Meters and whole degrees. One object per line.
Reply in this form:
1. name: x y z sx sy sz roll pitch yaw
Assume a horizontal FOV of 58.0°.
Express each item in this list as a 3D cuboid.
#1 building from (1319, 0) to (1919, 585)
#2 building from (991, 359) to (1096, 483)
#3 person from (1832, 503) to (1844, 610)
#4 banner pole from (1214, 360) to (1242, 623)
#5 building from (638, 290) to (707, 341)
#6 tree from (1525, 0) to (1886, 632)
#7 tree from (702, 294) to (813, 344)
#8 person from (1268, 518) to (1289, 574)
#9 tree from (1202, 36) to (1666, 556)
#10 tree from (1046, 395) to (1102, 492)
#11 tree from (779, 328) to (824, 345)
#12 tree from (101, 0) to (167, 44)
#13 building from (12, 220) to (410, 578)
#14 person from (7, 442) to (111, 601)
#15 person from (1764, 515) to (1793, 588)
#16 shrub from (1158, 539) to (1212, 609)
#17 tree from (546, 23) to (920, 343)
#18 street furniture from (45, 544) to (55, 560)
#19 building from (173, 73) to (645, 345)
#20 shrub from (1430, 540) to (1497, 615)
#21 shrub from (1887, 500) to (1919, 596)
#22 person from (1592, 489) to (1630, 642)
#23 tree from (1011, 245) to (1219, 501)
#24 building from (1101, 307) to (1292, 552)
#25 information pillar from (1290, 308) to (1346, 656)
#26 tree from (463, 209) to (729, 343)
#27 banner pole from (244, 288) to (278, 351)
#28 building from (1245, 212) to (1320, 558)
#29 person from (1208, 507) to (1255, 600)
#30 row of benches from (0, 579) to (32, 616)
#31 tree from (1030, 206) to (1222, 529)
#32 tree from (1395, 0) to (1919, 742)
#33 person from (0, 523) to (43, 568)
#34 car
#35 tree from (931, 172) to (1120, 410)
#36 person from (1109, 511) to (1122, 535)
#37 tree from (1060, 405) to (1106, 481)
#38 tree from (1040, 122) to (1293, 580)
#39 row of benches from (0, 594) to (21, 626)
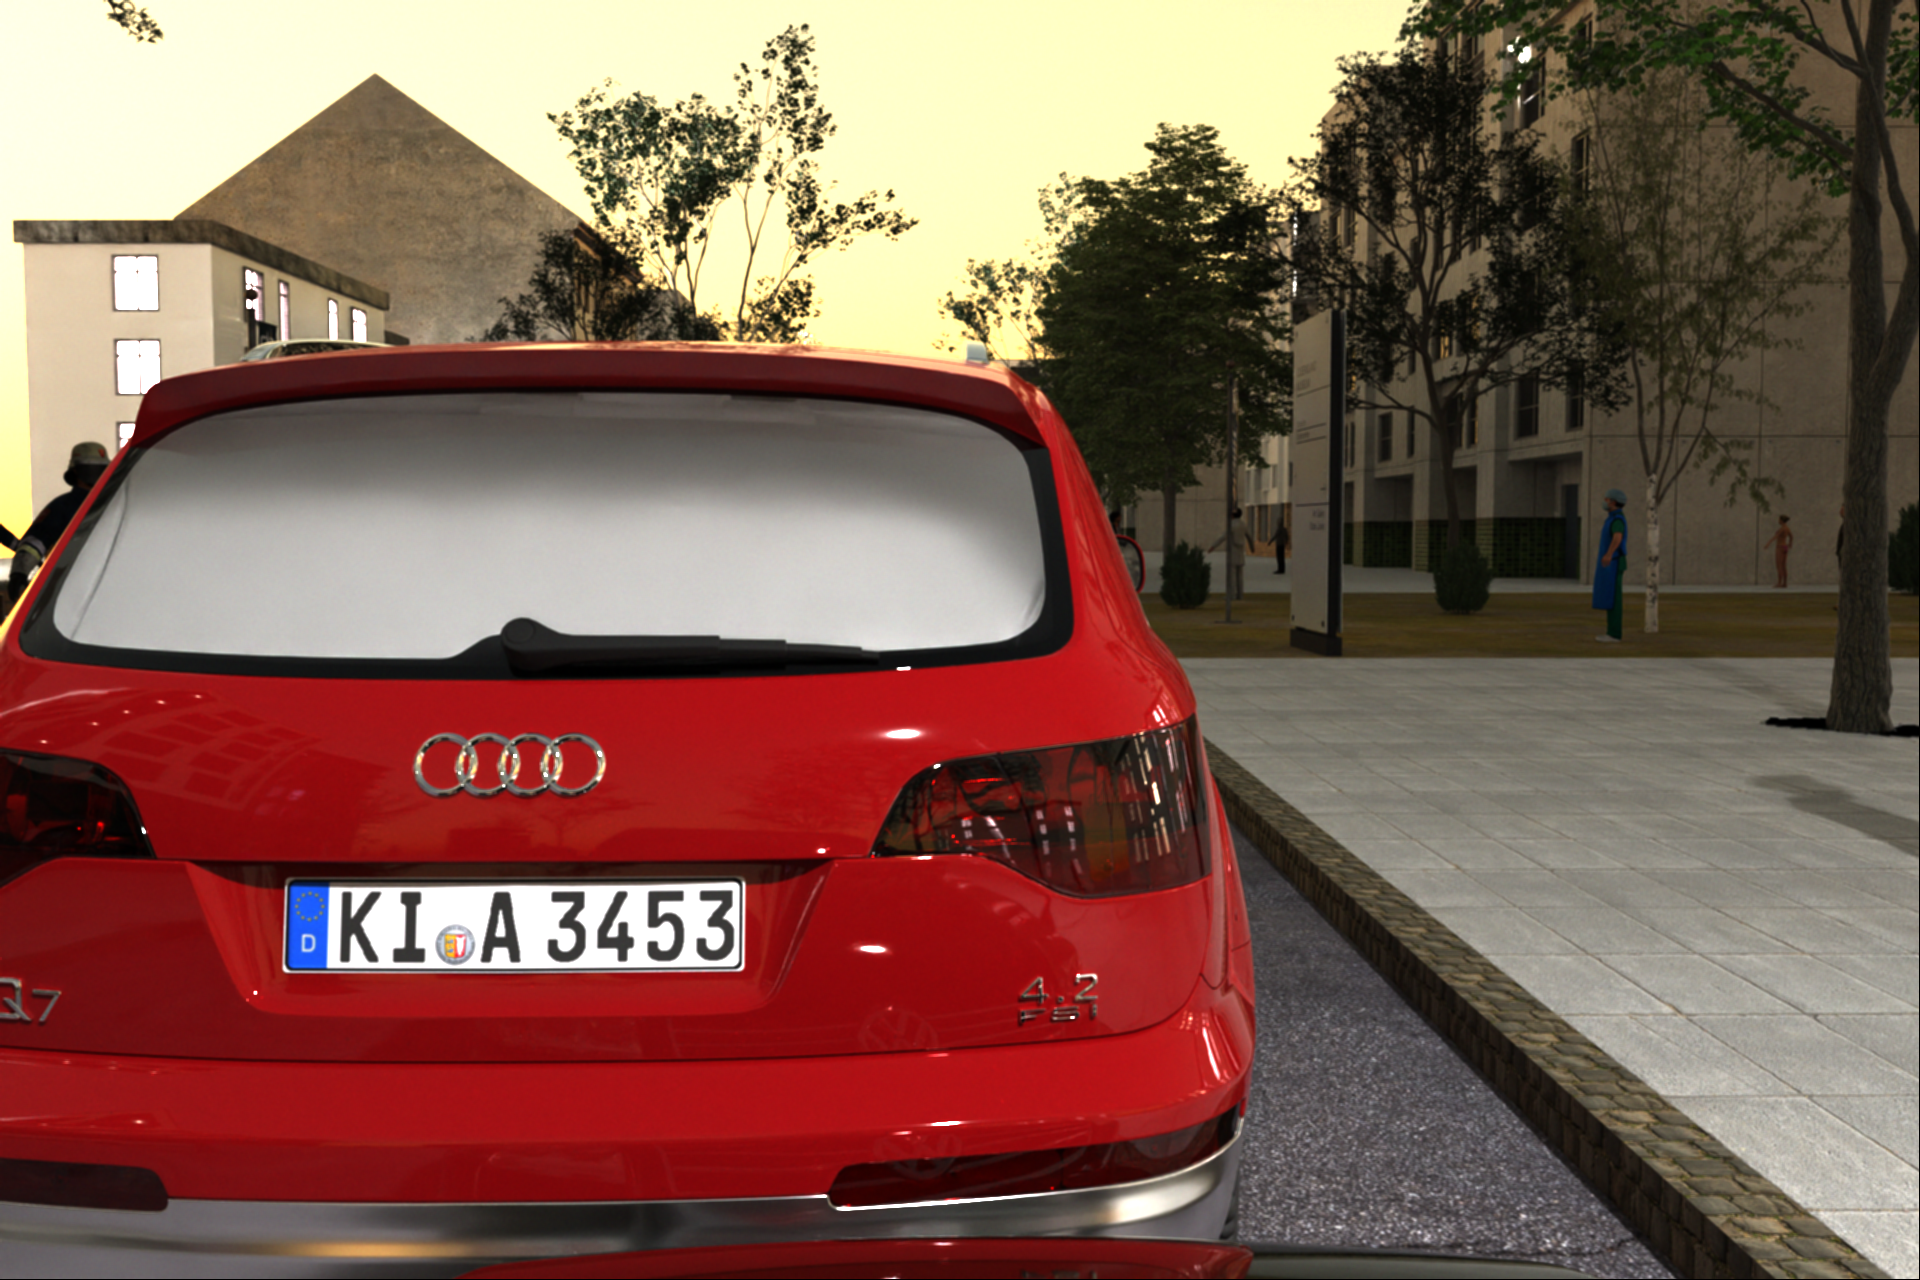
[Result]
1. building: 23.858 -11.747 58.516 16.747 18.905 31.486 0 4 0
2. building: -0.026 -22.500 214.299 32.646 21.610 27.936 0 4 -5
3. person: 14.948 -1.414 29.256 0.704 1.812 1.346 2 4 25
4. banner pole: 3.887 -2.123 24.730 0.401 3.779 0.863 0 4 -1
5. building: -29.013 -16.799 141.124 16.747 18.905 31.486 0 4 -1
6. tree: 9.016 -4.420 22.622 4.360 8.622 3.978 0 3 0
7. tree: -10.297 -10.866 88.033 12.009 13.543 11.850 0 3 0
8. person: 10.337 -3.050 55.999 0.705 1.813 1.348 2 4 35
9. tree: 8.912 -5.930 31.372 8.767 10.594 7.601 -1 4 -19
10. tree: 5.377 -10.491 105.934 8.767 10.594 7.601 -1 4 -9
11. tree: -9.778 -11.704 101.732 12.009 13.543 11.850 0 3 0
12. tree: -9.303 -6.169 11.232 12.009 13.543 11.850 0 3 0
13. building: -24.417 -7.236 60.463 9.099 9.664 28.070 0 3 0
14. person: -5.323 -0.295 10.683 0.704 1.845 1.351 1 4 21
15. person: 19.566 -2.115 41.388 1.217 1.733 0.721 -3 4 -38
16. shrub: 3.845 -1.131 29.613 1.383 1.207 1.383 0 3 0
17. tree: -8.340 -12.742 64.219 12.611 20.169 13.585 0 3 0
18. street furniture: -13.056 -1.527 31.828 9.812 1.723 11.010 1 4 15
19. building: -27.978 -15.981 92.218 19.493 23.208 18.063 0 4 -1
20. shrub: 8.028 -1.011 27.639 1.383 1.207 1.383 0 3 0
21. shrub: 20.025 -1.940 36.146 1.690 2.028 1.600 0 3 0
22. person: 7.743 -0.886 20.620 0.704 1.817 1.347 1 4 19
23. tree: 5.974 -9.931 72.744 12.009 13.543 11.850 0 3 0
24. building: 21.046 -16.761 140.503 16.747 18.905 31.486 0 4 0
25. information pillar: 3.891 -1.686 18.883 0.184 3.620 1.656 0 4 -2
26. tree: -9.702 -7.031 49.373 8.767 10.594 7.601 -1 4 -17
27. banner pole: -7.216 -1.710 17.975 0.401 3.779 0.863 0 4 1
28. building: 22.188 -15.030 102.157 16.016 20.090 11.380 0 3 0
29. person: 5.360 -1.691 33.840 1.347 1.806 0.705 -3 5 -42
30. row of benches: -14.320 -0.518 23.935 4.104 0.672 1.422 1 4 11
31. tree: 5.751 -8.686 60.138 7.486 12.596 7.792 0 3 0
32. tree: 6.058 -5.211 10.959 9.928 11.665 9.643 0 3 0
33. person: -10.251 -0.747 17.994 1.354 1.856 0.705 0 4 -7
34. car: -0.570 0.249 4.603 2.281 1.827 5.304 0 4 -1
35. tree: 4.703 -14.535 93.528 12.611 20.169 13.585 0 3 0
36. person: 3.749 -2.155 41.379 0.704 1.843 1.345 1 4 21
37. tree: 5.722 -8.212 84.630 4.360 8.622 3.978 0 3 0
38. tree: 6.032 -7.942 47.973 7.486 12.596 7.792 0 3 0
39. row of benches: -10.688 -0.346 21.118 4.104 0.672 1.422 -1 4 -10
